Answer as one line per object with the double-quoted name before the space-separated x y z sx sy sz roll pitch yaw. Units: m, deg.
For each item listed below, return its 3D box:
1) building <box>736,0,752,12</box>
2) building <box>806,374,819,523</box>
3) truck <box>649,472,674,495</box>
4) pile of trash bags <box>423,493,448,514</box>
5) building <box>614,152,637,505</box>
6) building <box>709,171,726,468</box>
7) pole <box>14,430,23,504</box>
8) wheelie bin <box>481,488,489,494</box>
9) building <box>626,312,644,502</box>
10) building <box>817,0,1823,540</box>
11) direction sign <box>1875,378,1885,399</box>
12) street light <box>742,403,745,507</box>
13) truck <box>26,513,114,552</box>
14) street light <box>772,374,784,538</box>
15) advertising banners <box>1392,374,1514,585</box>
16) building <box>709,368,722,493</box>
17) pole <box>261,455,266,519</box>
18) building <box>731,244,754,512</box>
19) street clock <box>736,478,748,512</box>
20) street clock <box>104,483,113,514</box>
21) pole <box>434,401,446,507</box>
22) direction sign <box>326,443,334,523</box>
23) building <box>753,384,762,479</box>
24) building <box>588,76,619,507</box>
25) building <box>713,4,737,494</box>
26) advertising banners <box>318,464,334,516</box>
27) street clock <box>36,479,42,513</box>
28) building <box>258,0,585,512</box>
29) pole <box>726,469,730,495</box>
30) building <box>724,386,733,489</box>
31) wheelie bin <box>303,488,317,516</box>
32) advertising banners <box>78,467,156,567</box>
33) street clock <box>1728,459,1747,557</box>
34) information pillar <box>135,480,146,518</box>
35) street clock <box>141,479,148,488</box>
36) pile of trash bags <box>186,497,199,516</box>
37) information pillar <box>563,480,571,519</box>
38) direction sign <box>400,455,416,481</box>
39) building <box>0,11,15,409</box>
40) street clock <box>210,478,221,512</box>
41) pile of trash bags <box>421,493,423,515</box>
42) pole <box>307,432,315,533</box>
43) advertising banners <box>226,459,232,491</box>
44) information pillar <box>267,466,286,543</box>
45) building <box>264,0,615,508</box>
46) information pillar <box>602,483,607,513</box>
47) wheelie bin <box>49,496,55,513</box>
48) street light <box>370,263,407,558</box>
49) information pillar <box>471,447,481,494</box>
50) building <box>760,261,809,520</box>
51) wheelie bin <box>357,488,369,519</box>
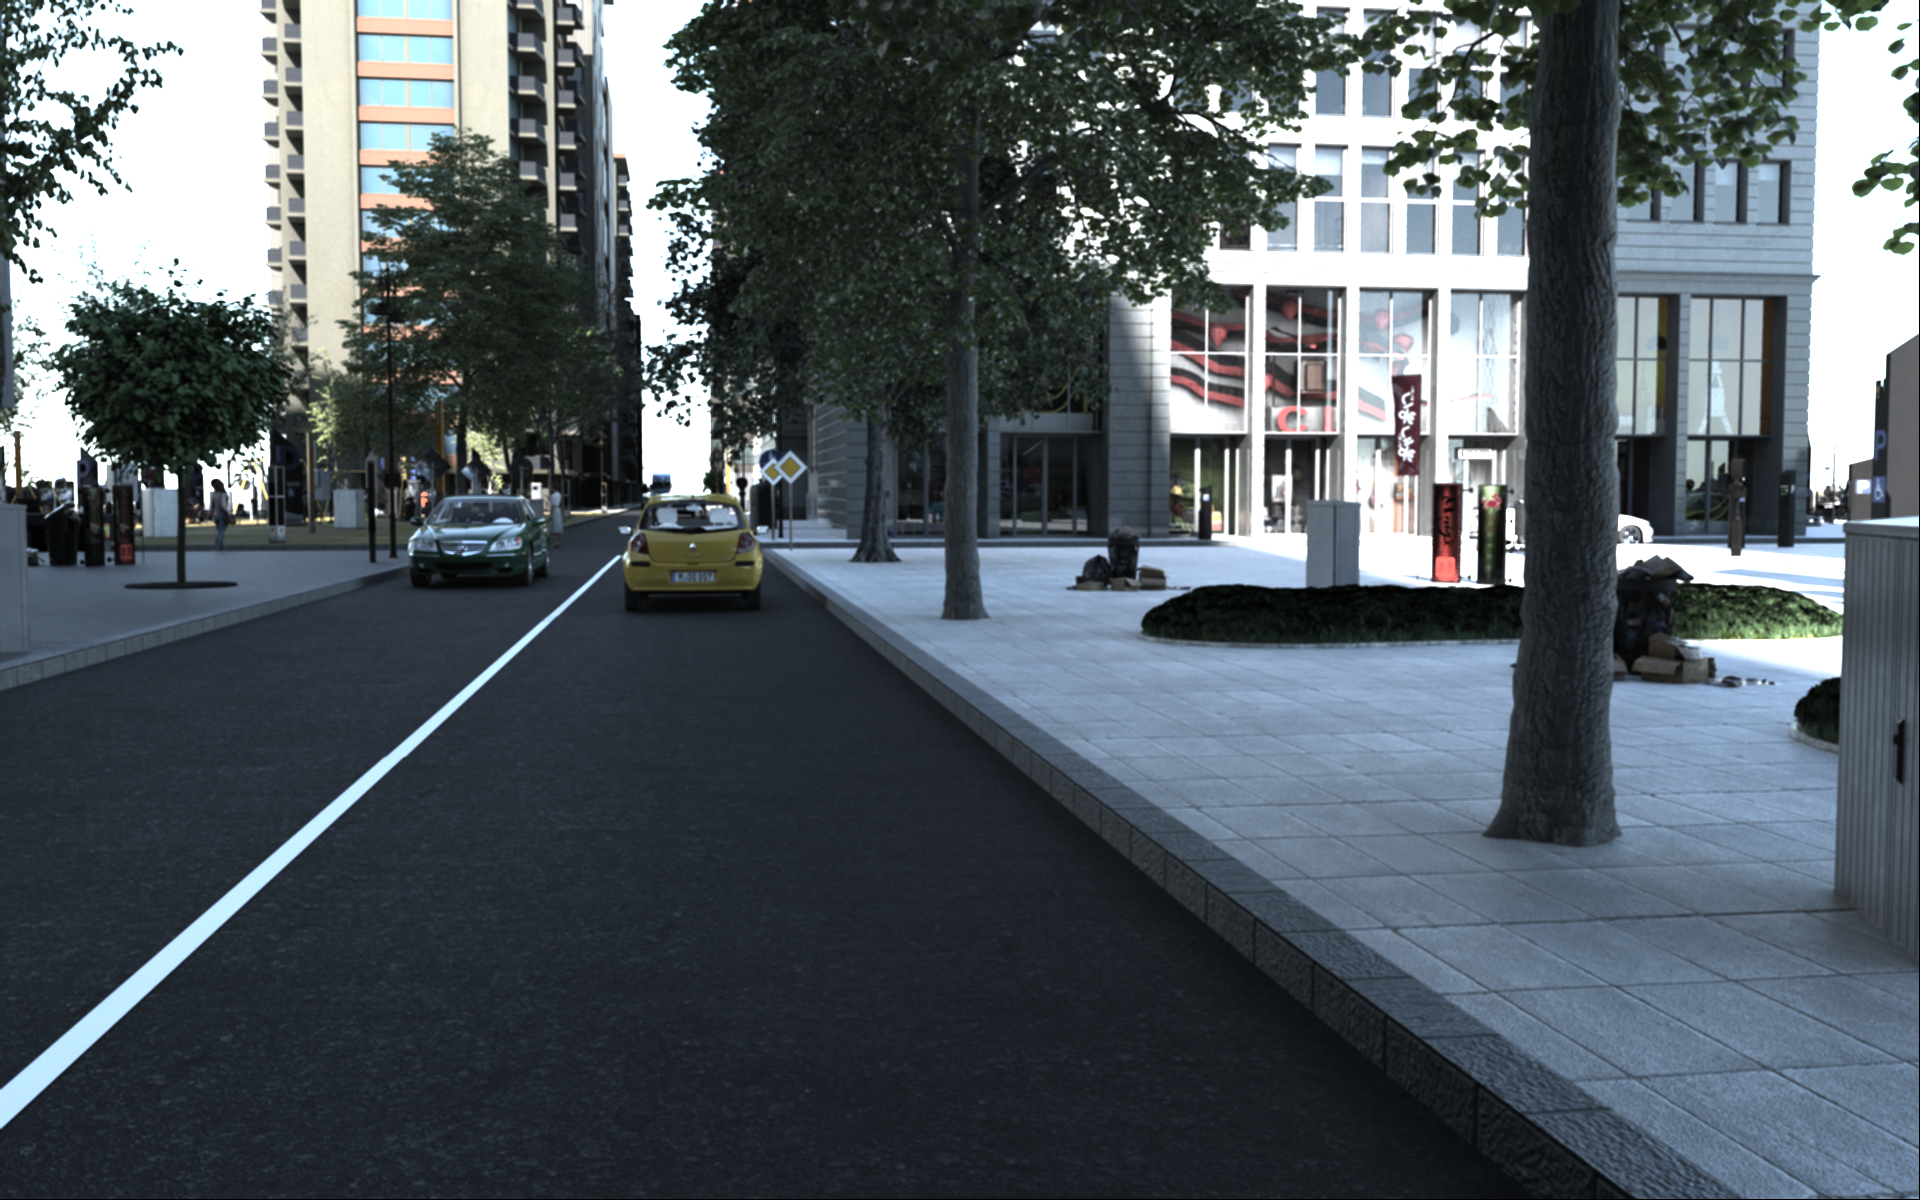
"building" -8.962 -30.565 154.366 22.147 44.769 28.867 -1 4 -9
"building" 0.304 -17.541 74.189 14.401 28.519 23.554 -1 4 -9
"truck" -37.784 -14.118 220.588 2.967 4.110 18.799 -1 4 -8
"pile of trash bags" -28.930 -5.523 100.061 1.912 1.369 3.447 1 4 22
"building" -52.117 -34.303 215.480 22.147 44.769 28.867 -1 4 -9
"building" -22.071 -35.259 231.105 22.147 44.769 28.867 -1 4 -9
"pole" -30.048 -3.758 55.294 0.158 3.312 0.155 0 3 0
"wheelie bin" -24.358 -4.936 88.610 0.693 1.594 0.980 0 4 -8
"building" -56.149 -30.264 266.515 14.160 30.474 14.107 -1 4 -9
"building" 10.542 -16.986 55.206 29.804 29.767 11.434 -1 4 -9
"direction sign" 18.141 -2.579 34.170 0.379 3.537 0.876 1 4 14
"street light" -10.751 -6.924 86.001 0.468 5.910 1.993 -1 4 -9
"truck" -29.603 -3.068 39.924 18.799 4.110 2.967 -1 4 -10
"street light" -5.270 -4.770 50.782 0.468 5.910 1.993 -1 4 -9
"advertising banners" 7.023 -1.754 24.860 0.090 3.025 2.074 -3 4 -39
"building" -32.350 -30.628 272.467 14.160 30.474 14.107 -1 4 -9
"pole" -36.357 -5.904 90.370 0.158 3.312 0.155 0 3 0
"building" -10.459 -22.063 132.425 14.160 30.474 14.107 -1 4 -9
"street clock" -9.542 -4.359 75.842 0.471 2.002 0.358 2 4 34
"street clock" -44.521 -5.271 90.743 0.471 2.002 0.358 0 4 1
"pole" -11.472 -2.715 38.235 0.158 3.312 0.155 0 3 0
"direction sign" -27.829 -5.172 76.552 0.379 3.537 0.876 -3 4 -38
"building" -8.056 -15.829 113.561 10.420 20.320 16.860 -1 4 -9
"building" -43.414 -32.499 181.477 14.600 45.320 14.200 -1 4 -9
"building" -26.300 -49.932 254.631 20.563 71.187 20.611 -1 4 -9
"advertising banners" -36.382 -6.384 100.560 0.090 3.025 2.074 2 4 33
"street clock" -45.280 -4.939 85.320 0.471 2.002 0.358 -2 4 -25
"building" -40.159 -29.198 132.013 22.147 44.769 28.867 -1 4 -9
"pole" -14.985 -7.219 111.873 0.158 3.312 0.155 0 3 0
"building" -10.836 -20.729 183.963 27.650 21.520 28.899 -1 4 -9
"wheelie bin" -35.667 -5.328 95.016 0.693 1.594 0.980 1 4 18
"advertising banners" -15.239 -2.158 31.471 0.090 3.025 2.074 1 4 14
"street clock" 15.939 -1.893 35.514 0.358 2.002 0.471 2 4 32
"information pillar" -43.604 -5.350 91.959 0.304 2.012 0.304 -1 4 -12
"street clock" -28.453 -3.442 60.849 0.471 2.002 0.358 -3 5 -44
"pile of trash bags" -42.955 -5.161 94.130 3.447 1.369 1.912 0 4 8
"information pillar" -20.386 -5.218 89.802 0.304 2.012 0.304 0 4 3
"direction sign" -32.208 -6.676 101.148 0.876 3.537 0.379 -1 4 -11
"building" -23.853 -20.955 26.212 14.086 41.232 14.154 -1 4 -9
"street clock" -33.442 -4.486 77.910 0.471 2.002 0.358 -3 4 -38
"pile of trash bags" -33.379 -5.987 107.644 1.912 1.369 3.447 -1 4 -22
"pole" -21.506 -3.886 57.374 0.158 3.312 0.155 0 3 0
"advertising banners" -36.633 -5.490 85.952 0.090 3.025 2.074 0 4 7
"information pillar" -17.950 -2.507 45.481 0.304 2.012 0.304 2 4 24
"building" -46.660 -34.886 159.629 28.713 52.752 27.495 -1 4 -9
"information pillar" -23.757 -6.804 115.732 0.304 2.012 0.304 0 4 0
"wheelie bin" -47.217 -4.983 89.373 0.693 1.594 0.980 0 4 0
"street light" -11.439 -3.792 34.792 0.468 5.910 1.993 -1 4 -9
"information pillar" -24.154 -5.816 86.443 0.504 3.616 0.183 -3 5 -42
"building" -5.941 -15.037 95.006 9.793 20.994 18.267 -1 4 -9
"wheelie bin" -30.553 -4.953 88.890 0.980 1.594 0.693 0 4 -6
